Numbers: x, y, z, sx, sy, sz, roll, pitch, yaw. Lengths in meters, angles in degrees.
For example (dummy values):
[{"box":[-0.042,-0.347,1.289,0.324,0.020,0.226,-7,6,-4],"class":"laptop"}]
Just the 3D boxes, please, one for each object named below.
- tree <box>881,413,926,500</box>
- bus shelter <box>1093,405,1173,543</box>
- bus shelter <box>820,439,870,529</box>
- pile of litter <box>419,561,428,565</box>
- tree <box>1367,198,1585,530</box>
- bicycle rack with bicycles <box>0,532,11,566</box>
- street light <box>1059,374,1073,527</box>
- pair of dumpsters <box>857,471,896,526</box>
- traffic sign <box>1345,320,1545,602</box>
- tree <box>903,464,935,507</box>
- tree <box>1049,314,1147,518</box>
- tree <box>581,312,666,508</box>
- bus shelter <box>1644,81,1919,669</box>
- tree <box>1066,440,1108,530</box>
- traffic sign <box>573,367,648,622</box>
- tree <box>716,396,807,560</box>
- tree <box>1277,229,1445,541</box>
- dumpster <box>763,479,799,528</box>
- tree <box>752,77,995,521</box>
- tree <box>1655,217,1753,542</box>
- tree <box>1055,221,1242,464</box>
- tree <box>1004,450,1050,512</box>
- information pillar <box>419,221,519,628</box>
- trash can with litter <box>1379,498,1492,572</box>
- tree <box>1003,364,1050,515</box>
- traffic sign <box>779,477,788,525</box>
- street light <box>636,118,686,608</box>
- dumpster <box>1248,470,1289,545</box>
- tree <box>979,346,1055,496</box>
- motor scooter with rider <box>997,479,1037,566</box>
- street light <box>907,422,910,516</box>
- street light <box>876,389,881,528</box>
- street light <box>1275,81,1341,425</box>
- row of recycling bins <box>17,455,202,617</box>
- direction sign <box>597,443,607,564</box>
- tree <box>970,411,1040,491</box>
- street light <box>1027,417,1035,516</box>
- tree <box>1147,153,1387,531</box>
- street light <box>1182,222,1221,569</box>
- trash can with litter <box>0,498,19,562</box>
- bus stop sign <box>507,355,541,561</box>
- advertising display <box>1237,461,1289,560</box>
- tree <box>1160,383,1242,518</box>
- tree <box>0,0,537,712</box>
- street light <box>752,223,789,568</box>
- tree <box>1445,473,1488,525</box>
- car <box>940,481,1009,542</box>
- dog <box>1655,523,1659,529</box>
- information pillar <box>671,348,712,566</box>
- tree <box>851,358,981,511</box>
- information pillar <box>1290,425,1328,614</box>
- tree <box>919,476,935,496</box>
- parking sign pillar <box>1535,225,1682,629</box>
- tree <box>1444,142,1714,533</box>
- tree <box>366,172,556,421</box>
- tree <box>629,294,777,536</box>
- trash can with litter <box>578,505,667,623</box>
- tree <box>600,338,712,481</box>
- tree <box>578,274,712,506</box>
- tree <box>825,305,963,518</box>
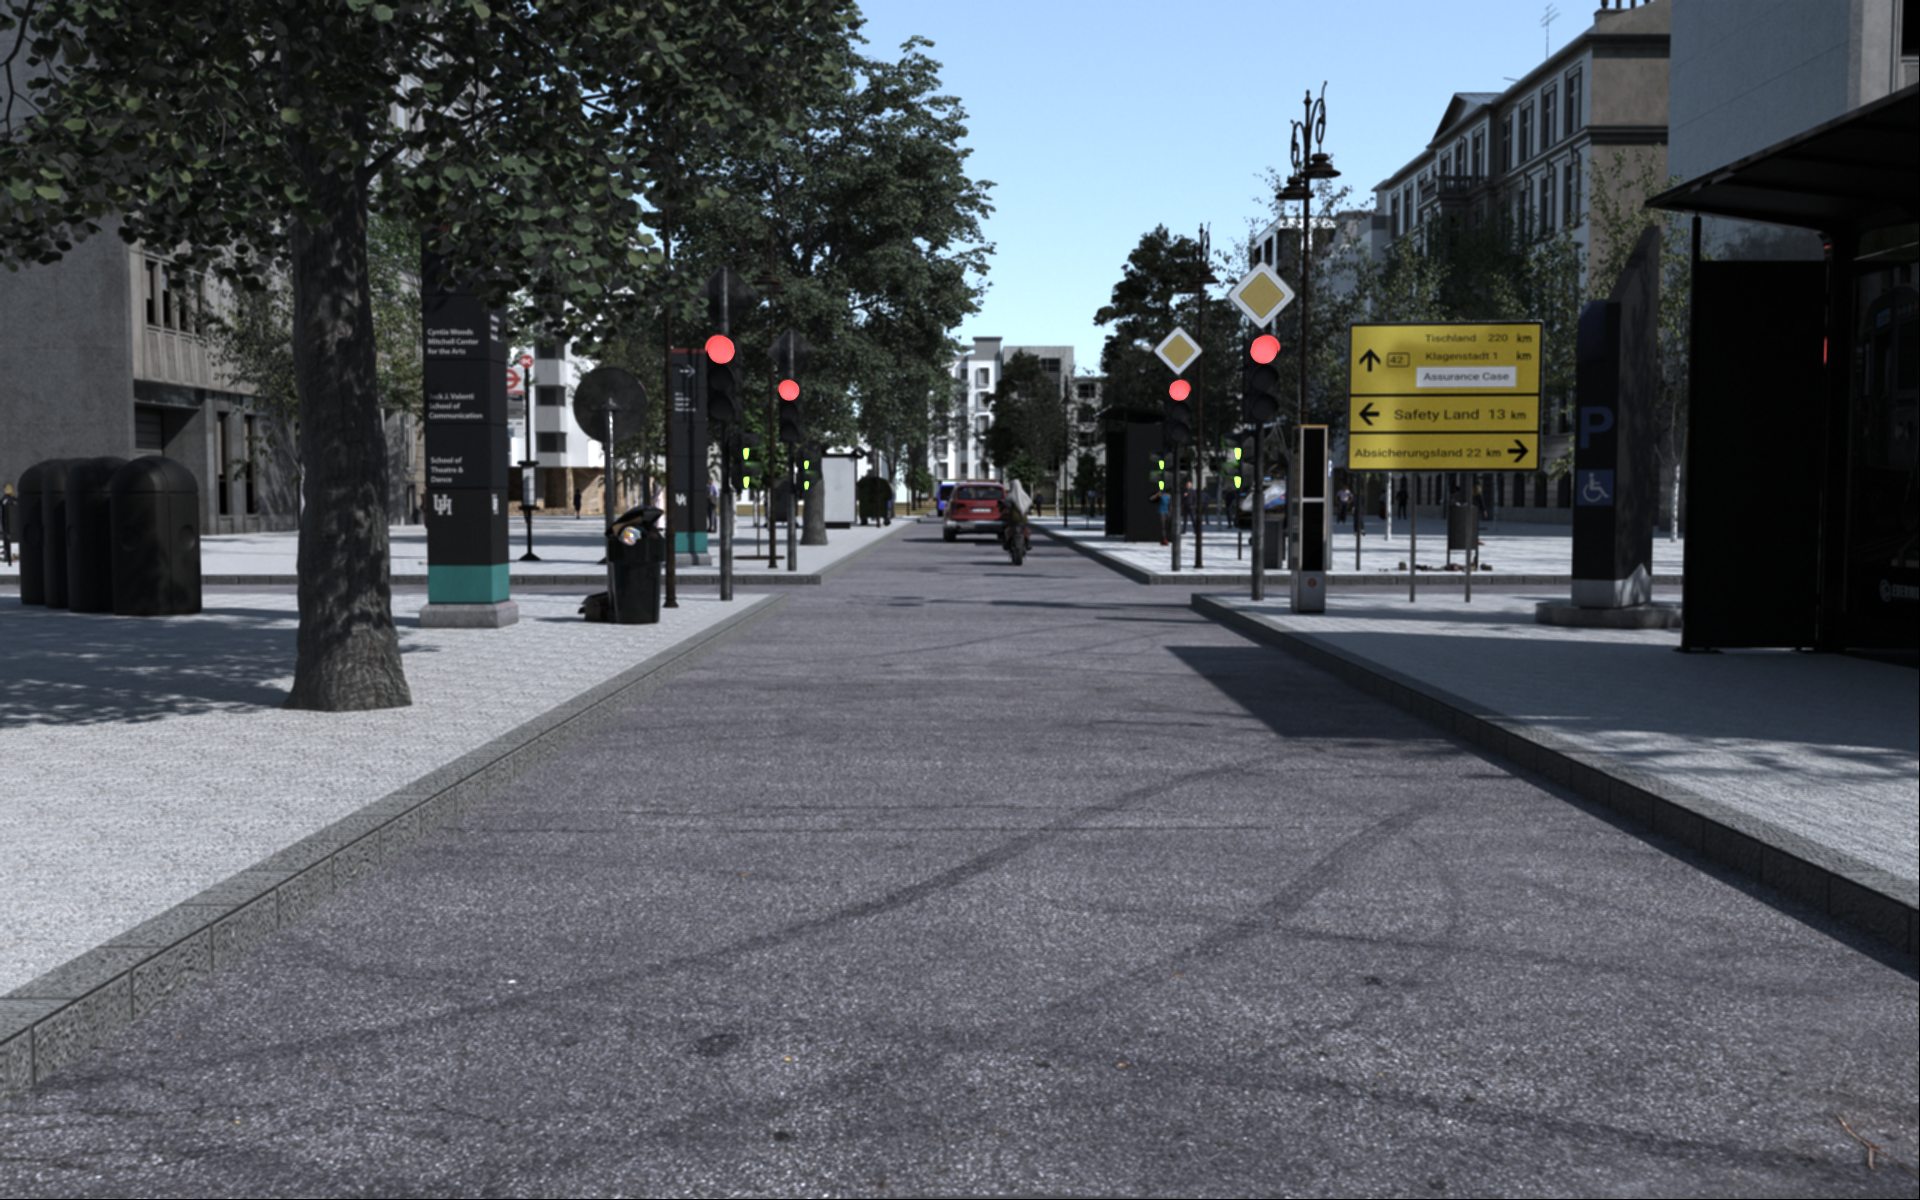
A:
[{"box":[-4.380,-11.650,140.842,4.360,8.622,3.978,0,3,0],"class":"tree"},{"box":[4.847,-3.514,48.739,1.731,3.624,6.357,0,3,0],"class":"bus shelter"},{"box":[-4.569,-4.413,66.077,2.014,3.302,5.546,0,3,0],"class":"bus shelter"},{"box":[-9.203,-1.108,32.078,1.719,0.858,1.176,-1,4,-22],"class":"pile of litter"},{"box":[18.467,-8.354,62.345,9.928,11.665,9.643,0,3,0],"class":"tree"},{"box":[-17.833,-1.012,29.935,2.925,0.926,2.852,1,4,17],"class":"bicycle rack with bicycles"},{"box":[4.092,-5.757,66.918,0.468,5.910,1.993,0,3,0],"class":"street light"},{"box":[-3.476,-4.204,71.232,1.574,2.255,4.436,0,4,0],"class":"pair of dumpsters"},{"box":[5.693,-1.625,20.434,2.265,3.308,0.079,0,4,5],"class":"traffic sign"},{"box":[-4.166,-11.573,172.929,4.285,4.588,4.351,0,3,0],"class":"tree"},{"box":[6.648,-7.382,71.050,4.360,8.622,3.978,0,3,0],"class":"tree"},{"box":[-13.014,-7.261,69.083,4.737,8.622,4.395,0,3,0],"class":"tree"},{"box":[6.323,-1.199,10.893,1.731,3.624,6.357,0,4,0],"class":"bus shelter"},{"box":[4.454,-4.103,61.684,1.663,3.219,1.824,0,3,0],"class":"tree"},{"box":[-3.506,-1.056,17.364,0.768,2.556,0.104,0,4,5],"class":"traffic sign"},{"box":[-4.097,-2.428,34.304,1.663,3.219,1.824,0,3,0],"class":"tree"},{"box":[11.589,-5.950,47.653,4.737,8.622,4.395,0,3,0],"class":"tree"},{"box":[-6.787,-3.663,65.644,1.264,1.857,1.865,0,3,0],"class":"dumpster"},{"box":[-4.800,-13.792,81.390,12.611,20.169,13.585,0,3,0],"class":"tree"},{"box":[19.043,-5.860,46.175,4.360,8.622,3.978,0,3,0],"class":"tree"},{"box":[9.871,-10.634,81.291,7.806,13.903,7.818,0,3,0],"class":"tree"},{"box":[4.863,-8.623,124.703,4.285,4.588,4.351,0,3,0],"class":"tree"},{"box":[-4.782,-1.677,16.791,0.750,3.857,0.750,0,4,1],"class":"information pillar"},{"box":[8.060,-1.109,29.185,2.233,1.210,1.678,0,4,-8],"class":"trash can with litter"},{"box":[5.400,-8.732,93.127,4.360,8.622,3.978,0,3,0],"class":"tree"},{"box":[-7.298,-4.367,71.406,0.884,2.594,0.081,0,4,6],"class":"traffic sign"},{"box":[-3.277,-2.853,19.439,0.468,5.910,1.993,0,3,0],"class":"street light"},{"box":[7.853,-2.267,42.831,1.264,1.857,1.865,0,4,0],"class":"dumpster"},{"box":[6.013,-14.772,148.952,7.806,13.903,7.818,0,3,0],"class":"tree"},{"box":[1.196,-1.611,35.299,0.876,1.779,1.986,0,4,-1],"class":"motor scooter with rider"},{"box":[-3.074,-7.943,102.663,0.468,5.910,1.993,0,3,0],"class":"street light"},{"box":[-3.129,-5.714,66.213,0.468,5.910,1.993,0,3,0],"class":"street light"},{"box":[3.978,-2.886,19.979,0.468,5.910,1.993,0,3,0],"class":"street light"},{"box":[-9.586,-0.750,19.373,3.534,1.692,1.069,3,5,43],"class":"row of recycling bins"},{"box":[-6.454,-2.424,31.627,0.379,3.537,0.876,0,4,-3],"class":"direction sign"},{"box":[4.950,-14.688,174.567,7.601,10.594,8.767,2,4,27],"class":"tree"},{"box":[4.204,-7.996,103.529,0.468,5.910,1.993,0,3,0],"class":"street light"},{"box":[7.051,-5.320,37.351,4.360,8.622,3.978,0,3,0],"class":"tree"},{"box":[4.114,-3.481,29.696,0.468,5.910,1.993,0,3,0],"class":"street light"},{"box":[-18.306,-1.341,32.980,1.678,1.210,2.233,0,4,-4],"class":"trash can with litter"},{"box":[-8.515,-2.724,33.245,0.855,3.939,0.416,-1,4,-16],"class":"bus stop sign"},{"box":[5.864,-1.734,33.565,0.974,1.923,0.123,1,4,10],"class":"advertising display"},{"box":[13.670,-8.712,92.801,4.737,8.622,4.395,0,3,0],"class":"tree"},{"box":[-3.698,-6.320,9.987,9.857,13.997,8.962,0,3,0],"class":"tree"},{"box":[-3.243,-3.488,29.811,0.468,5.910,1.993,0,3,0],"class":"street light"},{"box":[20.225,-7.412,71.552,4.360,8.622,3.978,0,3,0],"class":"tree"},{"box":[0.532,-2.712,53.019,2.281,1.827,5.304,0,4,-2],"class":"car"},{"box":[25.889,-3.037,64.030,0.800,0.831,0.513,-1,4,-16],"class":"dog"},{"box":[-4.898,-2.555,31.147,0.750,3.857,0.750,-1,4,-15],"class":"information pillar"},{"box":[-3.459,-13.555,131.997,12.009,13.543,11.850,0,3,0],"class":"tree"},{"box":[3.752,-0.865,18.630,0.304,2.012,0.304,0,4,-6],"class":"information pillar"},{"box":[-3.503,-10.675,169.141,1.663,3.219,1.824,0,3,0],"class":"tree"},{"box":[6.464,-1.749,17.064,1.447,3.967,1.447,3,4,36],"class":"parking sign pillar"},{"box":[13.579,-5.262,36.400,4.737,8.622,4.395,0,3,0],"class":"tree"},{"box":[-16.786,-8.023,56.938,9.928,11.665,9.643,0,3,0],"class":"tree"},{"box":[-7.156,-6.271,52.888,4.360,8.622,3.978,0,3,0],"class":"tree"},{"box":[-3.427,-0.362,17.301,1.055,1.170,0.624,3,4,39],"class":"trash can with litter"},{"box":[-17.192,-9.935,96.842,7.601,10.594,8.767,-1,4,-9],"class":"tree"},{"box":[-15.475,-9.986,85.333,6.751,12.117,7.091,0,3,0],"class":"tree"},{"box":[-3.707,-10.310,94.321,9.928,11.665,9.643,0,3,0],"class":"tree"}]
